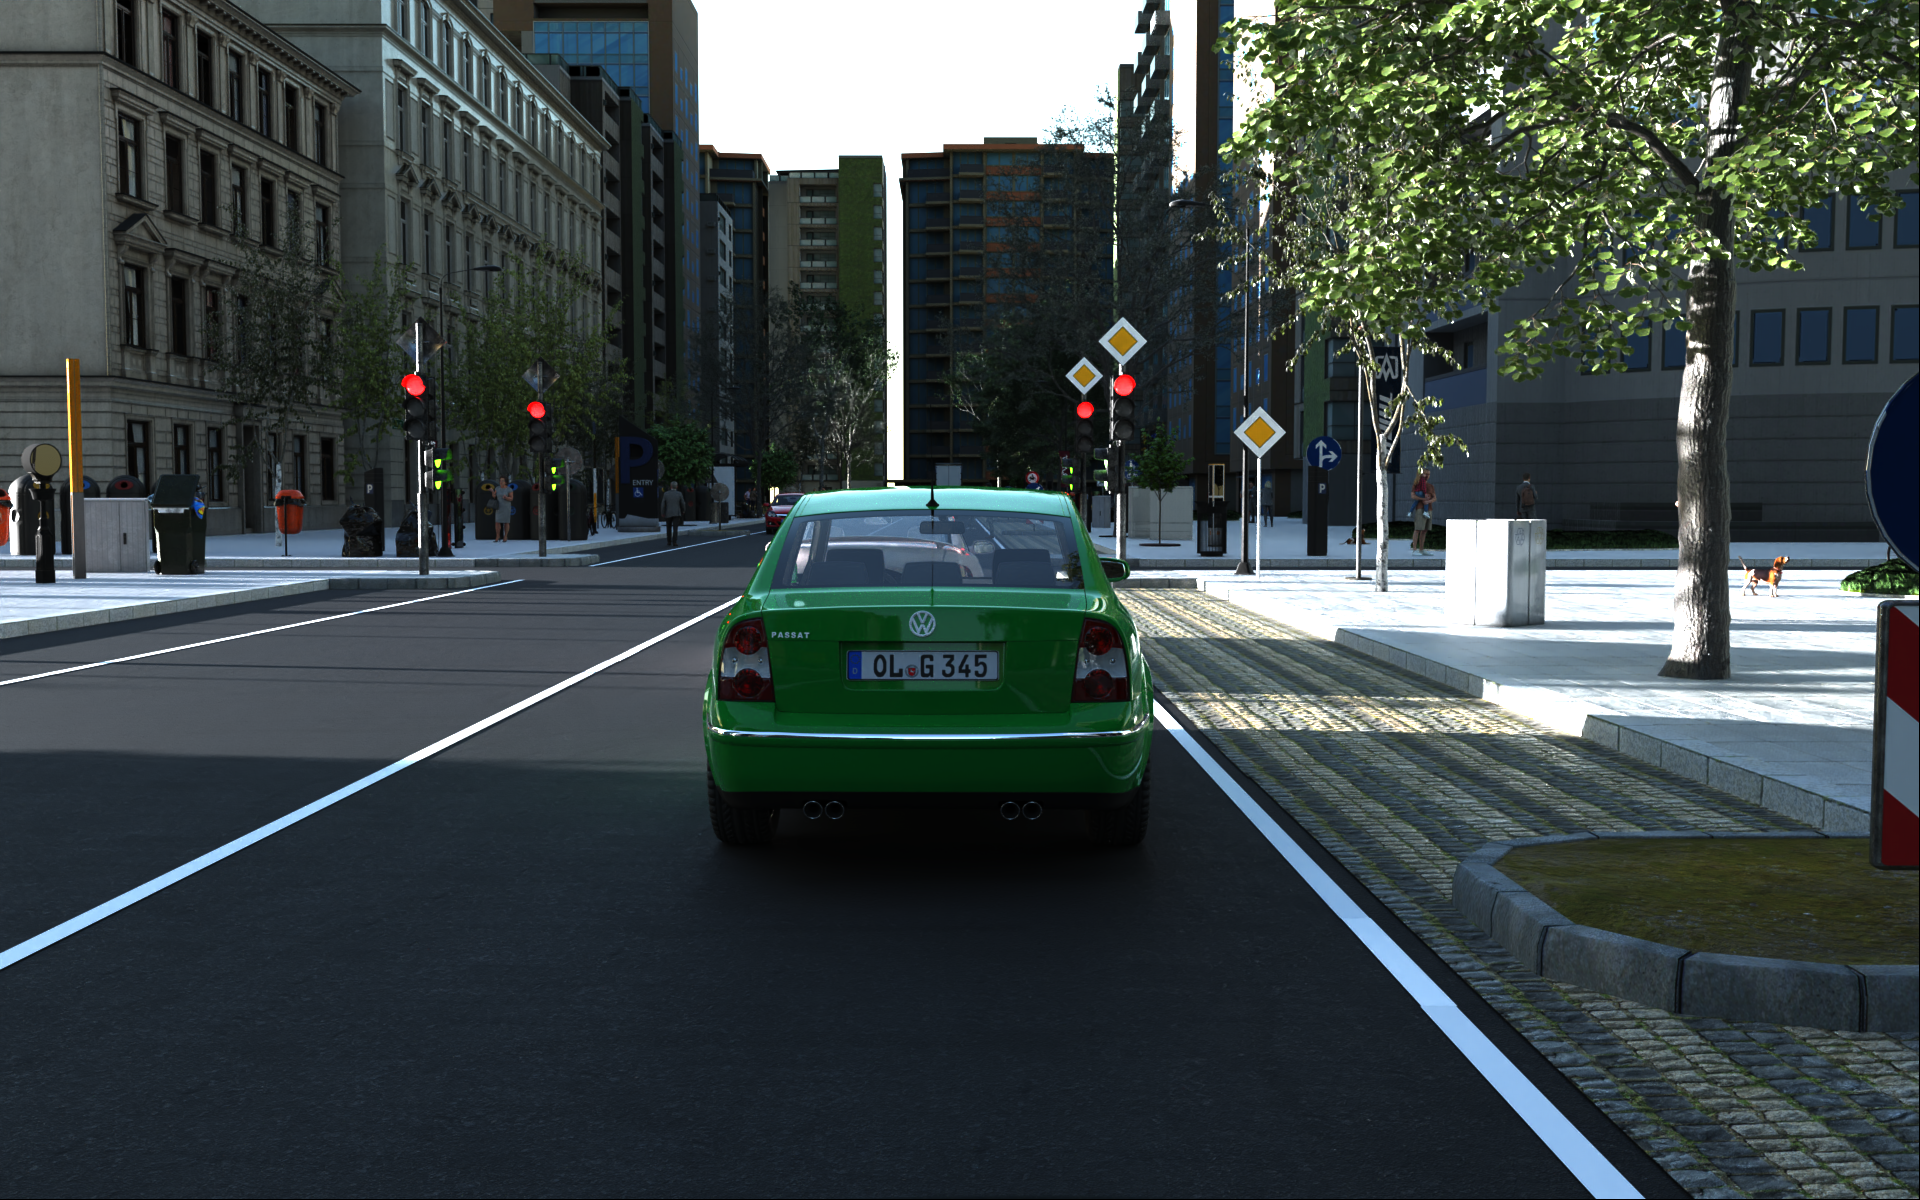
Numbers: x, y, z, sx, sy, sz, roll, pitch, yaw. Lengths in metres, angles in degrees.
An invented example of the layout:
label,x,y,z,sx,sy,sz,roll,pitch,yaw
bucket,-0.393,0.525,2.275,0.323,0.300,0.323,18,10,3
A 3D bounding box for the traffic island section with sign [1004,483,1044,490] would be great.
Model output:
label,x,y,z,sx,sy,sz,roll,pitch,yaw
traffic island section with sign,2.449,-3.162,60.319,1.989,1.847,2.006,0,4,0

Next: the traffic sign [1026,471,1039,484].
label,x,y,z,sx,sy,sz,roll,pitch,yaw
traffic sign,4.029,-5.887,96.357,0.768,2.556,0.104,0,4,8

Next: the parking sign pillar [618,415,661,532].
label,x,y,z,sx,sy,sz,roll,pitch,yaw
parking sign pillar,-10.898,-4.296,58.714,1.447,3.967,1.447,0,4,-4

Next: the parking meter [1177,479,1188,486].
label,x,y,z,sx,sy,sz,roll,pitch,yaw
parking meter,8.134,-3.520,63.259,0.399,1.863,0.255,-1,4,-23

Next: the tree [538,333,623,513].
label,x,y,z,sx,sy,sz,roll,pitch,yaw
tree,-17.958,-7.919,79.835,4.360,8.622,3.978,0,3,0

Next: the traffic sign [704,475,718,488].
label,x,y,z,sx,sy,sz,roll,pitch,yaw
traffic sign,-12.091,-5.103,83.432,0.884,2.594,0.081,0,4,8

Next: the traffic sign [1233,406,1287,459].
label,x,y,z,sx,sy,sz,roll,pitch,yaw
traffic sign,4.474,-1.594,25.788,0.795,2.593,0.064,0,4,7

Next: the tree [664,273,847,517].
label,x,y,z,sx,sy,sz,roll,pitch,yaw
tree,-11.231,-11.377,96.384,12.009,13.543,11.850,0,3,0

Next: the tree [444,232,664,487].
label,x,y,z,sx,sy,sz,roll,pitch,yaw
tree,-11.740,-6.088,49.903,4.737,8.622,4.395,0,3,0

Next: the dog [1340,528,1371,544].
label,x,y,z,sx,sy,sz,roll,pitch,yaw
dog,10.073,-1.619,44.200,0.748,0.427,0.550,2,4,27

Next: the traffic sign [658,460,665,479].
label,x,y,z,sx,sy,sz,roll,pitch,yaw
traffic sign,-11.124,-3.850,63.061,0.768,2.556,0.104,1,4,9

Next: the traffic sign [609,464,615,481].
label,x,y,z,sx,sy,sz,roll,pitch,yaw
traffic sign,-14.270,-4.413,72.260,0.768,2.556,0.104,1,4,9

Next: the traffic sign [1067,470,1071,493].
label,x,y,z,sx,sy,sz,roll,pitch,yaw
traffic sign,5.374,-5.325,87.169,0.768,2.556,0.104,1,4,9

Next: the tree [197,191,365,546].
label,x,y,z,sx,sy,sz,roll,pitch,yaw
tree,-16.835,-5.644,42.638,4.360,8.622,3.978,0,3,0

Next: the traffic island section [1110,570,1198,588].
label,x,y,z,sx,sy,sz,roll,pitch,yaw
traffic island section,2.592,-0.326,27.617,2.009,0.180,2.903,0,4,0

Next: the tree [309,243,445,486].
label,x,y,z,sx,sy,sz,roll,pitch,yaw
tree,-17.448,-6.195,51.646,4.737,8.622,4.395,0,3,0

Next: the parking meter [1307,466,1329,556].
label,x,y,z,sx,sy,sz,roll,pitch,yaw
parking meter,7.433,-1.850,35.951,0.399,1.863,0.255,-2,4,-32

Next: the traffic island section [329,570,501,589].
label,x,y,z,sx,sy,sz,roll,pitch,yaw
traffic island section,-8.549,-0.324,27.572,2.009,0.180,2.903,0,4,0

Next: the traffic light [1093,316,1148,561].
label,x,y,z,sx,sy,sz,roll,pitch,yaw
traffic light,2.552,-2.360,27.503,0.839,4.253,0.868,0,4,0

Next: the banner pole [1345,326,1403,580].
label,x,y,z,sx,sy,sz,roll,pitch,yaw
banner pole,6.206,-2.194,25.886,0.863,3.779,0.401,0,4,-7

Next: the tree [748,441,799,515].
label,x,y,z,sx,sy,sz,roll,pitch,yaw
tree,-11.435,-7.529,106.820,4.285,4.588,4.351,0,3,0

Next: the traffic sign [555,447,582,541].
label,x,y,z,sx,sy,sz,roll,pitch,yaw
traffic sign,-10.617,-2.865,46.956,0.768,2.556,0.104,0,4,1

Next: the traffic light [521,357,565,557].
label,x,y,z,sx,sy,sz,roll,pitch,yaw
traffic light,-8.545,-2.844,35.422,0.839,4.253,0.868,0,4,0

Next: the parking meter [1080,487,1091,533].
label,x,y,z,sx,sy,sz,roll,pitch,yaw
parking meter,4.192,-3.019,57.769,0.372,1.533,0.369,0,3,0

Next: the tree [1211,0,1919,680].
label,x,y,z,sx,sy,sz,roll,pitch,yaw
tree,5.613,-5.729,11.789,7.486,12.596,7.792,0,3,0

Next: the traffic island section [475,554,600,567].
label,x,y,z,sx,sy,sz,roll,pitch,yaw
traffic island section,-8.585,-0.812,35.557,2.009,0.180,2.903,0,4,0

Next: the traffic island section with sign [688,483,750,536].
label,x,y,z,sx,sy,sz,roll,pitch,yaw
traffic island section with sign,-8.378,-3.170,60.454,1.989,1.847,2.006,0,4,0

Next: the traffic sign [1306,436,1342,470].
label,x,y,z,sx,sy,sz,roll,pitch,yaw
traffic sign,8.000,-2.326,38.144,0.768,2.556,0.104,0,4,7

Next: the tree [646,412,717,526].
label,x,y,z,sx,sy,sz,roll,pitch,yaw
tree,-11.341,-5.267,69.836,4.285,4.588,4.351,0,3,0

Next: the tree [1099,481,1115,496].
label,x,y,z,sx,sy,sz,roll,pitch,yaw
tree,7.791,-5.736,88.391,1.663,3.219,1.824,0,3,0

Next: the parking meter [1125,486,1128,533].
label,x,y,z,sx,sy,sz,roll,pitch,yaw
parking meter,5.374,-2.980,57.128,0.372,1.533,0.369,0,3,0

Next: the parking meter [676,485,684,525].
label,x,y,z,sx,sy,sz,roll,pitch,yaw
parking meter,-11.802,-4.086,72.513,0.399,1.863,0.255,1,4,15

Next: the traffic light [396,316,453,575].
label,x,y,z,sx,sy,sz,roll,pitch,yaw
traffic light,-8.509,-2.356,27.437,0.839,4.253,0.868,0,4,0

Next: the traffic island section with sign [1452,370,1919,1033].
label,x,y,z,sx,sy,sz,roll,pitch,yaw
traffic island section with sign,2.699,0.190,5.522,1.989,1.847,2.006,0,4,0

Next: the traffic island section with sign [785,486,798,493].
label,x,y,z,sx,sy,sz,roll,pitch,yaw
traffic island section with sign,-8.494,-4.831,87.612,1.989,1.847,2.006,0,4,0

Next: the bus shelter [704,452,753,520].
label,x,y,z,sx,sy,sz,roll,pitch,yaw
bus shelter,-11.697,-5.680,86.789,2.014,3.302,5.546,0,4,0

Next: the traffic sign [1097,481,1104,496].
label,x,y,z,sx,sy,sz,roll,pitch,yaw
traffic sign,7.476,-5.422,90.776,0.606,2.300,0.079,1,4,9

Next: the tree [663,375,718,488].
label,x,y,z,sx,sy,sz,roll,pitch,yaw
tree,-17.161,-9.499,105.678,4.737,8.622,4.395,0,3,0

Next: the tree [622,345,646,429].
label,x,y,z,sx,sy,sz,roll,pitch,yaw
tree,-17.482,-8.274,85.637,4.360,8.622,3.978,0,3,0

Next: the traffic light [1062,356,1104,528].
label,x,y,z,sx,sy,sz,roll,pitch,yaw
traffic light,2.516,-2.848,35.488,0.839,4.253,0.868,0,4,0

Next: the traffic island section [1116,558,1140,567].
label,x,y,z,sx,sy,sz,roll,pitch,yaw
traffic island section,2.556,-0.815,35.602,2.009,0.180,2.903,0,4,0

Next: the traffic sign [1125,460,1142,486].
label,x,y,z,sx,sy,sz,roll,pitch,yaw
traffic sign,6.387,-3.926,64.294,0.768,2.556,0.104,0,4,2

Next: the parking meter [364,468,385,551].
label,x,y,z,sx,sy,sz,roll,pitch,yaw
parking meter,-13.139,-2.027,38.852,0.399,1.863,0.255,2,4,30
